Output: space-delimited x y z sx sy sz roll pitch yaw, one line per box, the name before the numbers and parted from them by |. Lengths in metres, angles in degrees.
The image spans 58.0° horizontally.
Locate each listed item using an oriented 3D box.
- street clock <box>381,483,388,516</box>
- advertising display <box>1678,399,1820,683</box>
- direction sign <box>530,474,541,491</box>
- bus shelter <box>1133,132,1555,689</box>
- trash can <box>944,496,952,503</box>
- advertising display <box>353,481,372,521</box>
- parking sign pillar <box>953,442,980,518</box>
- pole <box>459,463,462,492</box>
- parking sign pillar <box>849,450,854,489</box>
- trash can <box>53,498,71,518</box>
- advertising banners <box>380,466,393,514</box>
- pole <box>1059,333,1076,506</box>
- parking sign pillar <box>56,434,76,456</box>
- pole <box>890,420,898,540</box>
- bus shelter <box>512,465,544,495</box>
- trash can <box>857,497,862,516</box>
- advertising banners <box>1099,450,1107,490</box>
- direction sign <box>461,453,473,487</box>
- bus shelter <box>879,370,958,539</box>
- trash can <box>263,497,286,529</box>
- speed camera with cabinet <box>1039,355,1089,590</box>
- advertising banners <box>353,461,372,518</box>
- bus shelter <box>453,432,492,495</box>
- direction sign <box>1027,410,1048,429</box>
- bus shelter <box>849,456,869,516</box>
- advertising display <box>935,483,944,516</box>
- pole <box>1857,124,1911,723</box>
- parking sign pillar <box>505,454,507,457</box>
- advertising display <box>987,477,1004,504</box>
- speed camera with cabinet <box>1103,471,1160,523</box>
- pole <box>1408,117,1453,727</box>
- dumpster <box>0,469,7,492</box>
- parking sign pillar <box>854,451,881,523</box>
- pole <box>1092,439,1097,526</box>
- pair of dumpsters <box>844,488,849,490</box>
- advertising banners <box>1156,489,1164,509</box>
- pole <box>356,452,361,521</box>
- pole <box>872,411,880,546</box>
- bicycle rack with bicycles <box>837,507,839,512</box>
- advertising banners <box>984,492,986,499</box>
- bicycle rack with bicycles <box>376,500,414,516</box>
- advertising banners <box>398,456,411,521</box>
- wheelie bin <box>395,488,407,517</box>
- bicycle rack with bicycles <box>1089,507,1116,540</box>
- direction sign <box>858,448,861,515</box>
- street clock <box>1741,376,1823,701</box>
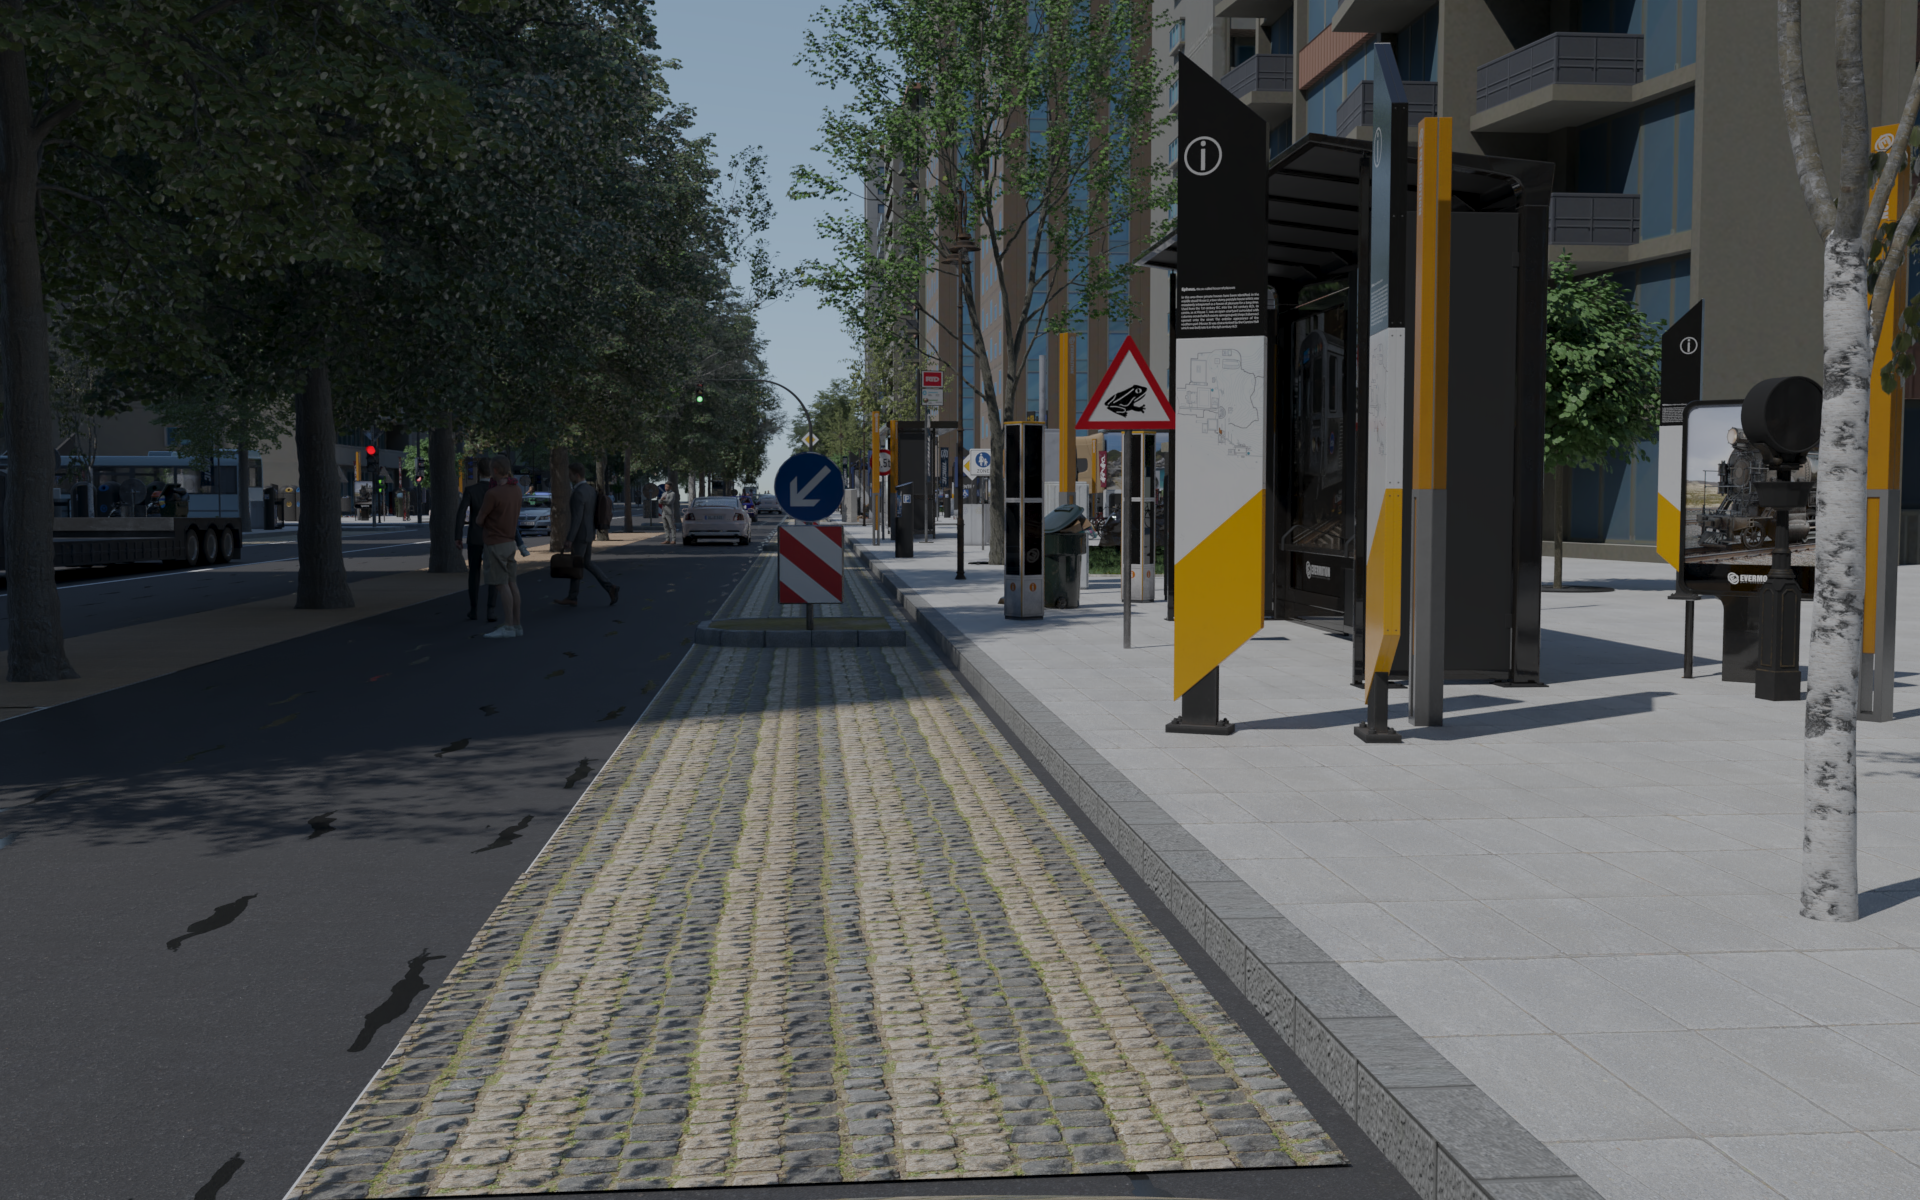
street clock | -34.433 -6.049 103.474 0.358 2.002 0.471 2 4 33
advertising display | 5.387 -0.398 11.726 0.974 1.923 0.123 3 5 41
direction sign | -33.337 -8.810 136.043 0.876 3.537 0.379 0 4 1
bus shelter | 2.860 -1.418 14.471 1.731 3.624 6.357 0 4 -5
trash can | -0.941 -7.566 135.361 0.748 1.137 0.748 0 3 0
advertising display | -28.523 -4.756 82.969 0.974 1.923 0.123 -2 4 -25
parking sign pillar | 0.355 -6.210 90.000 1.447 3.967 1.447 2 4 24
pole | -26.875 -6.080 93.243 0.158 3.312 0.155 0 3 0
parking sign pillar | -6.180 -7.253 107.064 1.447 3.967 1.447 -1 4 -18
trash can | -29.499 -2.758 56.744 0.748 1.137 0.748 0 3 0
advertising banners | -35.793 -6.902 109.029 2.074 3.025 0.090 2 4 34
pole | 1.368 -1.725 22.044 0.158 3.312 0.155 0 3 0
parking sign pillar | -39.698 -5.388 76.572 1.447 3.967 1.447 1 4 13
pole | -1.820 -3.306 47.902 0.158 3.312 0.155 0 3 0
bus shelter | -31.198 -7.962 124.109 2.014 3.302 5.546 0 4 -5
trash can | -5.137 -4.434 84.146 0.748 1.137 0.748 0 3 0
advertising banners | 6.170 -4.458 69.072 0.090 3.025 2.074 -2 4 -34
direction sign | -27.041 -6.293 94.883 0.379 3.537 0.876 3 4 38
bus shelter | -1.396 -4.656 53.756 2.179 5.291 8.768 0 4 -5
trash can | -24.937 -3.145 63.072 0.748 1.137 0.748 0 3 0
speed camera with cabinet | 1.397 -1.820 24.090 0.660 3.252 2.038 0 4 -3
advertising banners | -31.558 -5.826 91.436 0.090 3.025 2.074 0 4 5
bus shelter | -28.491 -7.514 100.482 2.179 5.291 8.768 0 4 -5
direction sign | 2.099 -3.376 47.203 0.379 3.537 0.876 -3 4 -37
bus shelter | -4.853 -6.068 93.127 2.014 3.302 5.546 0 4 -5
advertising display | -1.422 -5.993 103.201 0.974 1.923 0.123 -2 4 -30
pole | 5.171 -0.971 9.717 0.158 3.312 0.155 0 3 0
parking sign pillar | -30.881 -7.924 118.024 1.447 3.967 1.447 -2 4 -24
advertising display | 1.536 -3.790 67.180 0.974 1.923 0.123 0 4 -3
speed camera with cabinet | 6.407 -4.302 64.672 2.038 3.252 0.660 0 4 -3
pole | 2.588 -0.959 9.530 0.158 3.312 0.155 0 3 0
dumpster | -22.521 -2.156 41.003 1.264 1.857 1.865 0 4 -5
parking sign pillar | -3.779 -5.418 77.053 1.447 3.967 1.447 -1 4 -10
pole | 4.958 -4.282 63.860 0.158 3.312 0.155 0 3 0
pair of dumpsters | -7.297 -6.879 114.960 1.574 2.255 4.437 0 4 -5
advertising banners | 5.657 -3.286 49.913 0.090 3.025 2.074 -1 4 -12
pole | -29.123 -5.509 83.921 0.158 3.312 0.155 0 3 0
pole | -2.076 -2.994 42.799 0.158 3.312 0.155 0 3 0
bicycle rack with bicycles | -8.185 -6.848 125.342 2.852 0.926 2.925 -1 4 -17
advertising banners | 2.819 -8.445 134.264 2.074 3.025 0.090 -1 4 -20
bicycle rack with bicycles | -32.733 -5.262 99.415 2.852 0.926 2.925 0 4 4
advertising banners | -26.203 -5.228 81.668 0.090 3.025 2.074 0 4 -4
wheelie bin | -30.786 -5.359 95.532 0.693 1.594 0.980 -3 4 -38
bicycle rack with bicycles | 4.011 -2.186 49.120 2.925 0.926 2.852 -1 4 -14
direction sign | -4.925 -5.707 85.304 0.379 3.537 0.876 0 4 4
street clock | 5.106 -0.378 10.757 0.471 2.002 0.358 -1 4 -12
